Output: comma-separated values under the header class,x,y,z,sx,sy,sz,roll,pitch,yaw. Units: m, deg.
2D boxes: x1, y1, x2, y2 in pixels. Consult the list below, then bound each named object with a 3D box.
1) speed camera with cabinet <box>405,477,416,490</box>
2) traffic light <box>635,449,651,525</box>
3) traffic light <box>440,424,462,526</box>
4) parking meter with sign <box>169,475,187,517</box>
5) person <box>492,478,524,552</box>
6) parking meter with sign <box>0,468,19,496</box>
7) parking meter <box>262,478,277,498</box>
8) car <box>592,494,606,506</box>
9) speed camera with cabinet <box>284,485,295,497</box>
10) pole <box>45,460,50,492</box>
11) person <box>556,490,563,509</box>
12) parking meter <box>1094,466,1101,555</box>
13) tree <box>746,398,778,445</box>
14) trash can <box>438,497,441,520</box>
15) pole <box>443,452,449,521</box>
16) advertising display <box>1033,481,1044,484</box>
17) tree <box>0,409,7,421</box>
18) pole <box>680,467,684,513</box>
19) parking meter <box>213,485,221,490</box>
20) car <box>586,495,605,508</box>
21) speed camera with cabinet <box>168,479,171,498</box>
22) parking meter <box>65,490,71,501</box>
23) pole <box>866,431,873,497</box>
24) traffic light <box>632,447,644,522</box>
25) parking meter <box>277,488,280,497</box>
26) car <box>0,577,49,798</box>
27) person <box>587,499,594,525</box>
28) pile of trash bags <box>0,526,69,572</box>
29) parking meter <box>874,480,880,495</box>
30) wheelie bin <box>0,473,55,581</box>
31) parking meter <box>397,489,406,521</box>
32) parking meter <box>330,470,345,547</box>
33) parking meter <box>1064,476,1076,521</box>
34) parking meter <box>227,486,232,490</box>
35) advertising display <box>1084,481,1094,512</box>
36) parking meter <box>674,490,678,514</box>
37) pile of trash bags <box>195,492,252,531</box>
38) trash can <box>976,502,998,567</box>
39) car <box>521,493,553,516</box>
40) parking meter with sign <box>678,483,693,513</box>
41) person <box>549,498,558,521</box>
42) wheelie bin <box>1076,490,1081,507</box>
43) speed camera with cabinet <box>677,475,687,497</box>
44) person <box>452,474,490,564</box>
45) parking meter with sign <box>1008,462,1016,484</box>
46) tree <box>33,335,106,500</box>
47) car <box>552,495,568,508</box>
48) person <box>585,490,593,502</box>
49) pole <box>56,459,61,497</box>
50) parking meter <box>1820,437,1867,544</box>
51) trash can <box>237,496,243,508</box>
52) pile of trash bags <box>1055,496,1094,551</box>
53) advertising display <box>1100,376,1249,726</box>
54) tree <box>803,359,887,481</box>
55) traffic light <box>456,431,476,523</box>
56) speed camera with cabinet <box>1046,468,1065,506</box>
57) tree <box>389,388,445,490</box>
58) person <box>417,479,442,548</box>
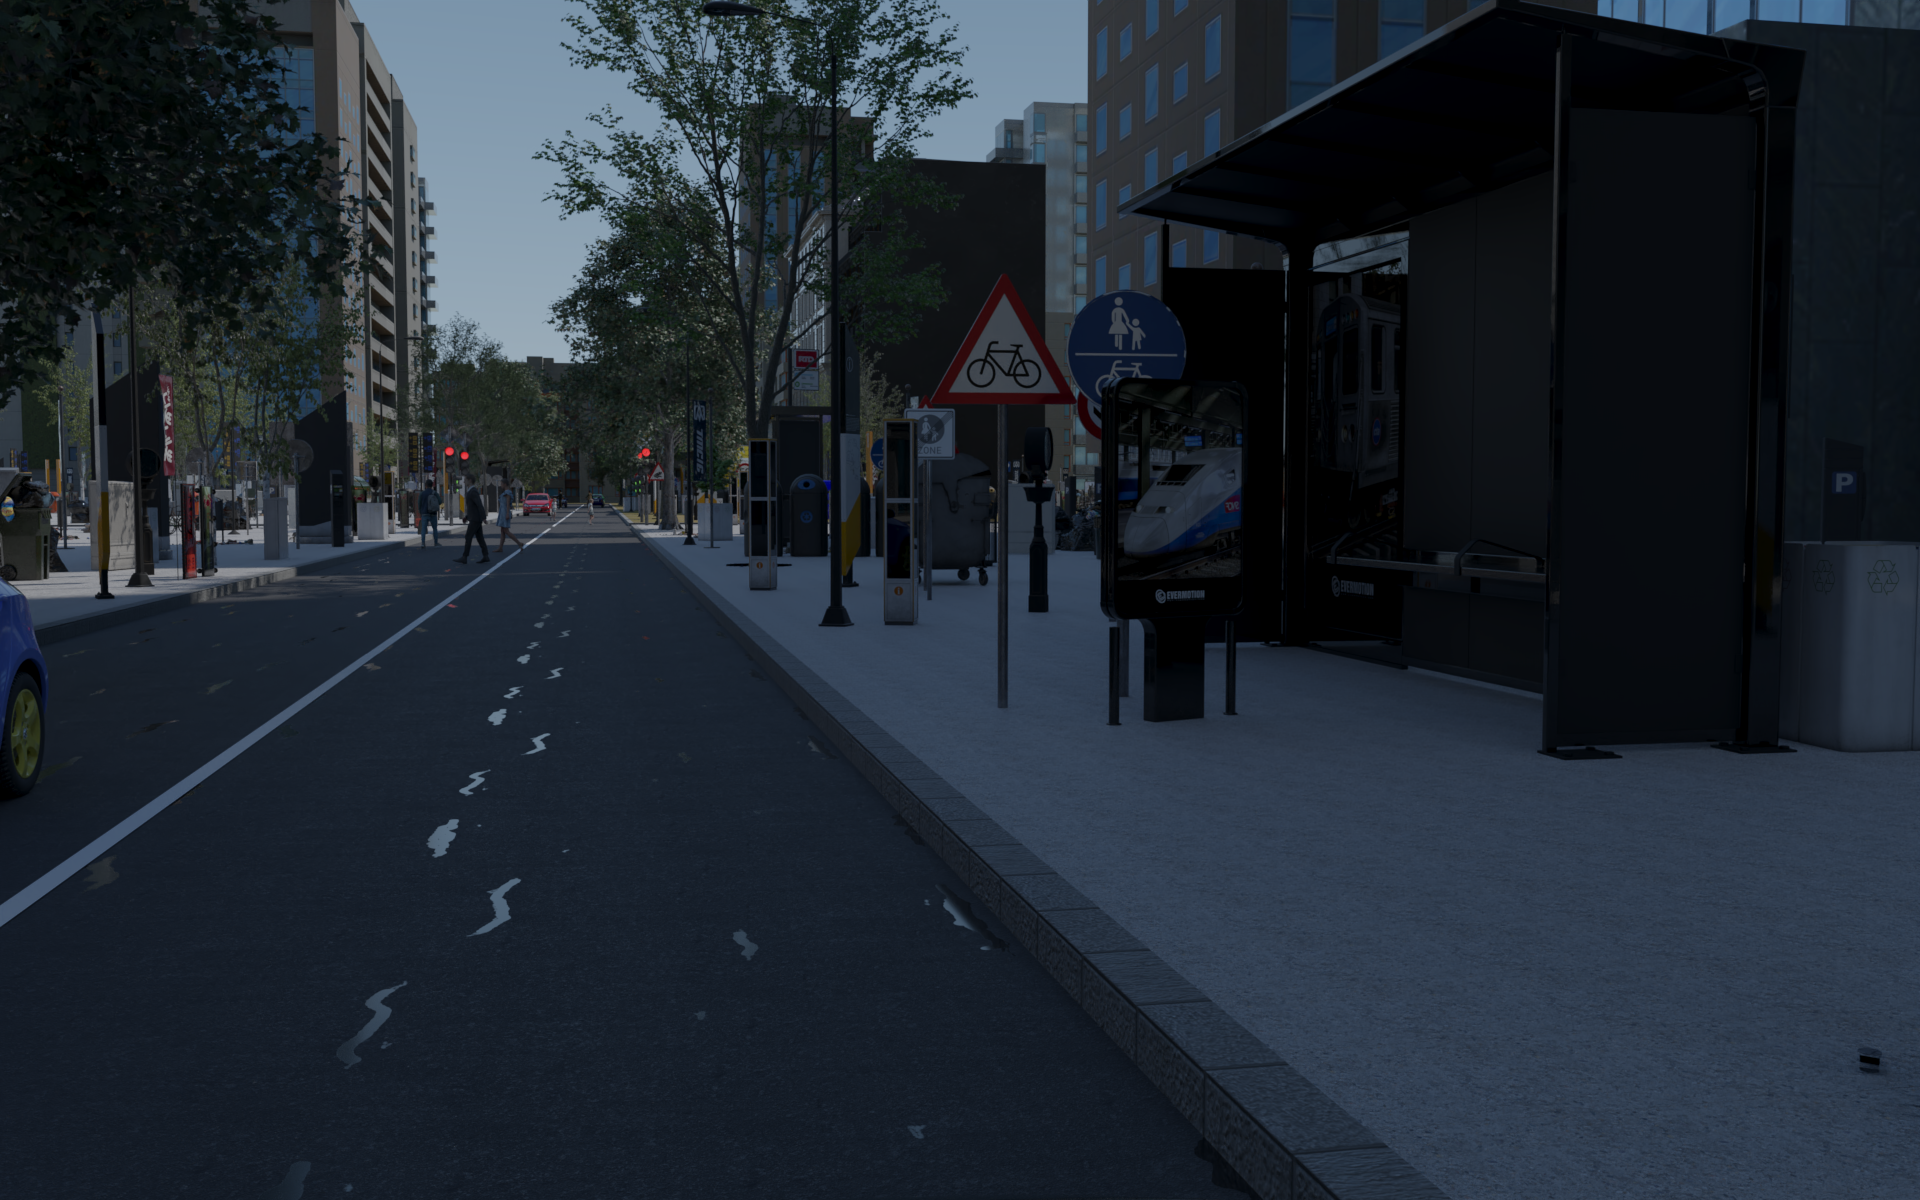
class,x,y,z,sx,sy,sz,roll,pitch,yaw
speed camera with cabinet,-39.934,-8.177,128.022,2.038,3.252,0.660,-2,4,-32
traffic light,-12.849,-5.008,70.803,0.839,4.253,0.868,-1,4,-12
traffic light,-20.346,-4.912,69.229,0.839,4.253,0.868,-1,4,-12
parking meter with sign,-44.499,-6.283,98.980,1.738,3.016,0.543,1,4,21
person,-11.080,-2.070,42.437,0.778,1.811,0.616,0,4,-2
parking meter with sign,-27.555,-3.285,49.973,1.738,3.016,0.543,-1,4,-16
parking meter,-23.163,-3.206,58.128,0.255,1.863,0.399,3,5,42
car,-44.418,-12.251,212.095,2.131,1.459,4.920,-1,4,-12
speed camera with cabinet,-24.904,-4.413,66.493,2.038,3.252,0.660,-2,4,-33
pole,-54.141,-6.665,102.819,0.158,3.312,0.155,0,3,0
person,-38.110,-9.593,164.980,0.705,1.869,1.348,-3,5,-43
parking meter,3.024,-1.867,36.236,0.399,1.863,0.255,3,5,42
tree,-15.253,-10.952,129.434,4.360,8.622,3.978,0,3,0
trash can,-24.444,-4.197,80.272,0.748,1.137,0.748,0,3,0
pole,-24.766,-5.479,83.424,0.158,3.312,0.155,0,3,0
advertising display,2.582,-3.374,60.380,0.123,1.923,0.974,-2,4,-34
tree,-49.617,-8.274,85.644,4.360,8.622,3.978,0,3,0
pole,-19.137,-7.674,119.312,0.158,3.312,0.155,0,3,0
parking meter,-46.658,-6.305,108.802,0.255,1.863,0.399,3,4,36
car,-38.397,-10.388,182.424,1.945,1.354,3.894,-1,4,-11
speed camera with cabinet,-48.909,-6.773,105.079,2.038,3.252,0.660,1,4,19
parking meter,-53.975,-5.897,104.834,0.372,1.533,0.369,0,3,0
pole,-2.958,-3.833,56.515,0.158,3.312,0.155,0,3,0
traffic light,-14.479,-5.486,78.620,0.839,4.253,0.868,-1,4,-12
parking meter,-29.688,-4.091,75.293,0.372,1.533,0.369,0,3,0
car,-4.986,0.171,6.799,1.945,1.707,3.694,-1,4,-12
person,-17.240,-4.100,80.547,0.382,1.210,0.505,-2,4,-35
pile of trash bags,-15.549,-1.130,28.233,1.912,1.369,3.447,-1,4,-12
parking meter,-3.392,-4.058,72.061,0.255,1.863,0.399,1,4,13
wheelie bin,-13.937,-1.097,25.848,0.693,1.594,0.980,-1,4,-13
parking meter,-26.315,-4.478,81.632,0.372,1.533,0.369,0,3,0
parking meter,-15.069,-2.214,41.912,0.255,1.863,0.399,-2,4,-28
parking meter,3.574,-3.082,56.109,0.255,1.863,0.399,-2,4,-26
parking meter,-49.808,-6.884,118.269,0.399,1.863,0.255,0,4,7
advertising display,6.388,-4.834,84.241,0.123,1.923,0.974,-2,4,-34
parking meter,-18.532,-6.385,112.803,0.372,1.533,0.369,0,3,0
pile of trash bags,-26.365,-3.129,60.904,1.912,1.369,3.447,0,4,0
trash can,0.360,-1.171,30.800,0.748,1.137,0.748,0,3,0
car,-27.626,-6.383,113.408,2.155,1.783,4.494,-1,4,-10
parking meter with sign,-18.136,-7.302,115.651,1.738,3.016,0.543,0,4,-8
person,-21.808,-4.860,92.975,0.382,1.210,0.505,1,4,17
wheelie bin,8.357,-7.233,126.171,0.980,1.594,0.693,1,4,19
speed camera with cabinet,-19.155,-7.912,123.691,2.038,3.252,0.660,-2,4,-33
person,-10.074,-1.675,35.671,0.755,1.850,0.659,-1,4,-12
parking meter with sign,2.774,-5.992,94.229,0.543,3.016,1.738,1,4,21
tree,-40.988,-8.004,81.230,4.737,8.622,4.395,0,3,0
car,-42.038,-10.328,181.438,1.945,1.354,3.894,-1,4,-12
person,-37.233,-10.113,173.947,0.705,1.812,1.348,1,4,22
pole,-53.100,-6.619,102.070,0.158,3.312,0.155,0,3,0
parking meter,9.121,-0.746,17.901,0.399,1.863,0.255,1,4,20
trash can,-52.913,-7.090,127.581,0.748,1.137,0.748,0,3,0
pile of trash bags,2.599,-1.877,40.438,1.912,1.369,3.447,-2,4,-24
advertising display,1.218,-0.281,9.802,0.974,1.923,0.123,-2,4,-32
tree,-6.183,-8.820,94.572,4.737,8.622,4.395,0,3,0
traffic light,-21.976,-5.390,77.046,0.839,4.253,0.868,-1,4,-12
speed camera with cabinet,6.251,-7.264,113.108,2.038,3.252,0.660,-1,4,-18
tree,-36.109,-10.100,115.492,4.360,8.622,3.978,0,3,0
person,-14.006,-2.269,45.577,0.794,1.824,0.713,1,4,12
